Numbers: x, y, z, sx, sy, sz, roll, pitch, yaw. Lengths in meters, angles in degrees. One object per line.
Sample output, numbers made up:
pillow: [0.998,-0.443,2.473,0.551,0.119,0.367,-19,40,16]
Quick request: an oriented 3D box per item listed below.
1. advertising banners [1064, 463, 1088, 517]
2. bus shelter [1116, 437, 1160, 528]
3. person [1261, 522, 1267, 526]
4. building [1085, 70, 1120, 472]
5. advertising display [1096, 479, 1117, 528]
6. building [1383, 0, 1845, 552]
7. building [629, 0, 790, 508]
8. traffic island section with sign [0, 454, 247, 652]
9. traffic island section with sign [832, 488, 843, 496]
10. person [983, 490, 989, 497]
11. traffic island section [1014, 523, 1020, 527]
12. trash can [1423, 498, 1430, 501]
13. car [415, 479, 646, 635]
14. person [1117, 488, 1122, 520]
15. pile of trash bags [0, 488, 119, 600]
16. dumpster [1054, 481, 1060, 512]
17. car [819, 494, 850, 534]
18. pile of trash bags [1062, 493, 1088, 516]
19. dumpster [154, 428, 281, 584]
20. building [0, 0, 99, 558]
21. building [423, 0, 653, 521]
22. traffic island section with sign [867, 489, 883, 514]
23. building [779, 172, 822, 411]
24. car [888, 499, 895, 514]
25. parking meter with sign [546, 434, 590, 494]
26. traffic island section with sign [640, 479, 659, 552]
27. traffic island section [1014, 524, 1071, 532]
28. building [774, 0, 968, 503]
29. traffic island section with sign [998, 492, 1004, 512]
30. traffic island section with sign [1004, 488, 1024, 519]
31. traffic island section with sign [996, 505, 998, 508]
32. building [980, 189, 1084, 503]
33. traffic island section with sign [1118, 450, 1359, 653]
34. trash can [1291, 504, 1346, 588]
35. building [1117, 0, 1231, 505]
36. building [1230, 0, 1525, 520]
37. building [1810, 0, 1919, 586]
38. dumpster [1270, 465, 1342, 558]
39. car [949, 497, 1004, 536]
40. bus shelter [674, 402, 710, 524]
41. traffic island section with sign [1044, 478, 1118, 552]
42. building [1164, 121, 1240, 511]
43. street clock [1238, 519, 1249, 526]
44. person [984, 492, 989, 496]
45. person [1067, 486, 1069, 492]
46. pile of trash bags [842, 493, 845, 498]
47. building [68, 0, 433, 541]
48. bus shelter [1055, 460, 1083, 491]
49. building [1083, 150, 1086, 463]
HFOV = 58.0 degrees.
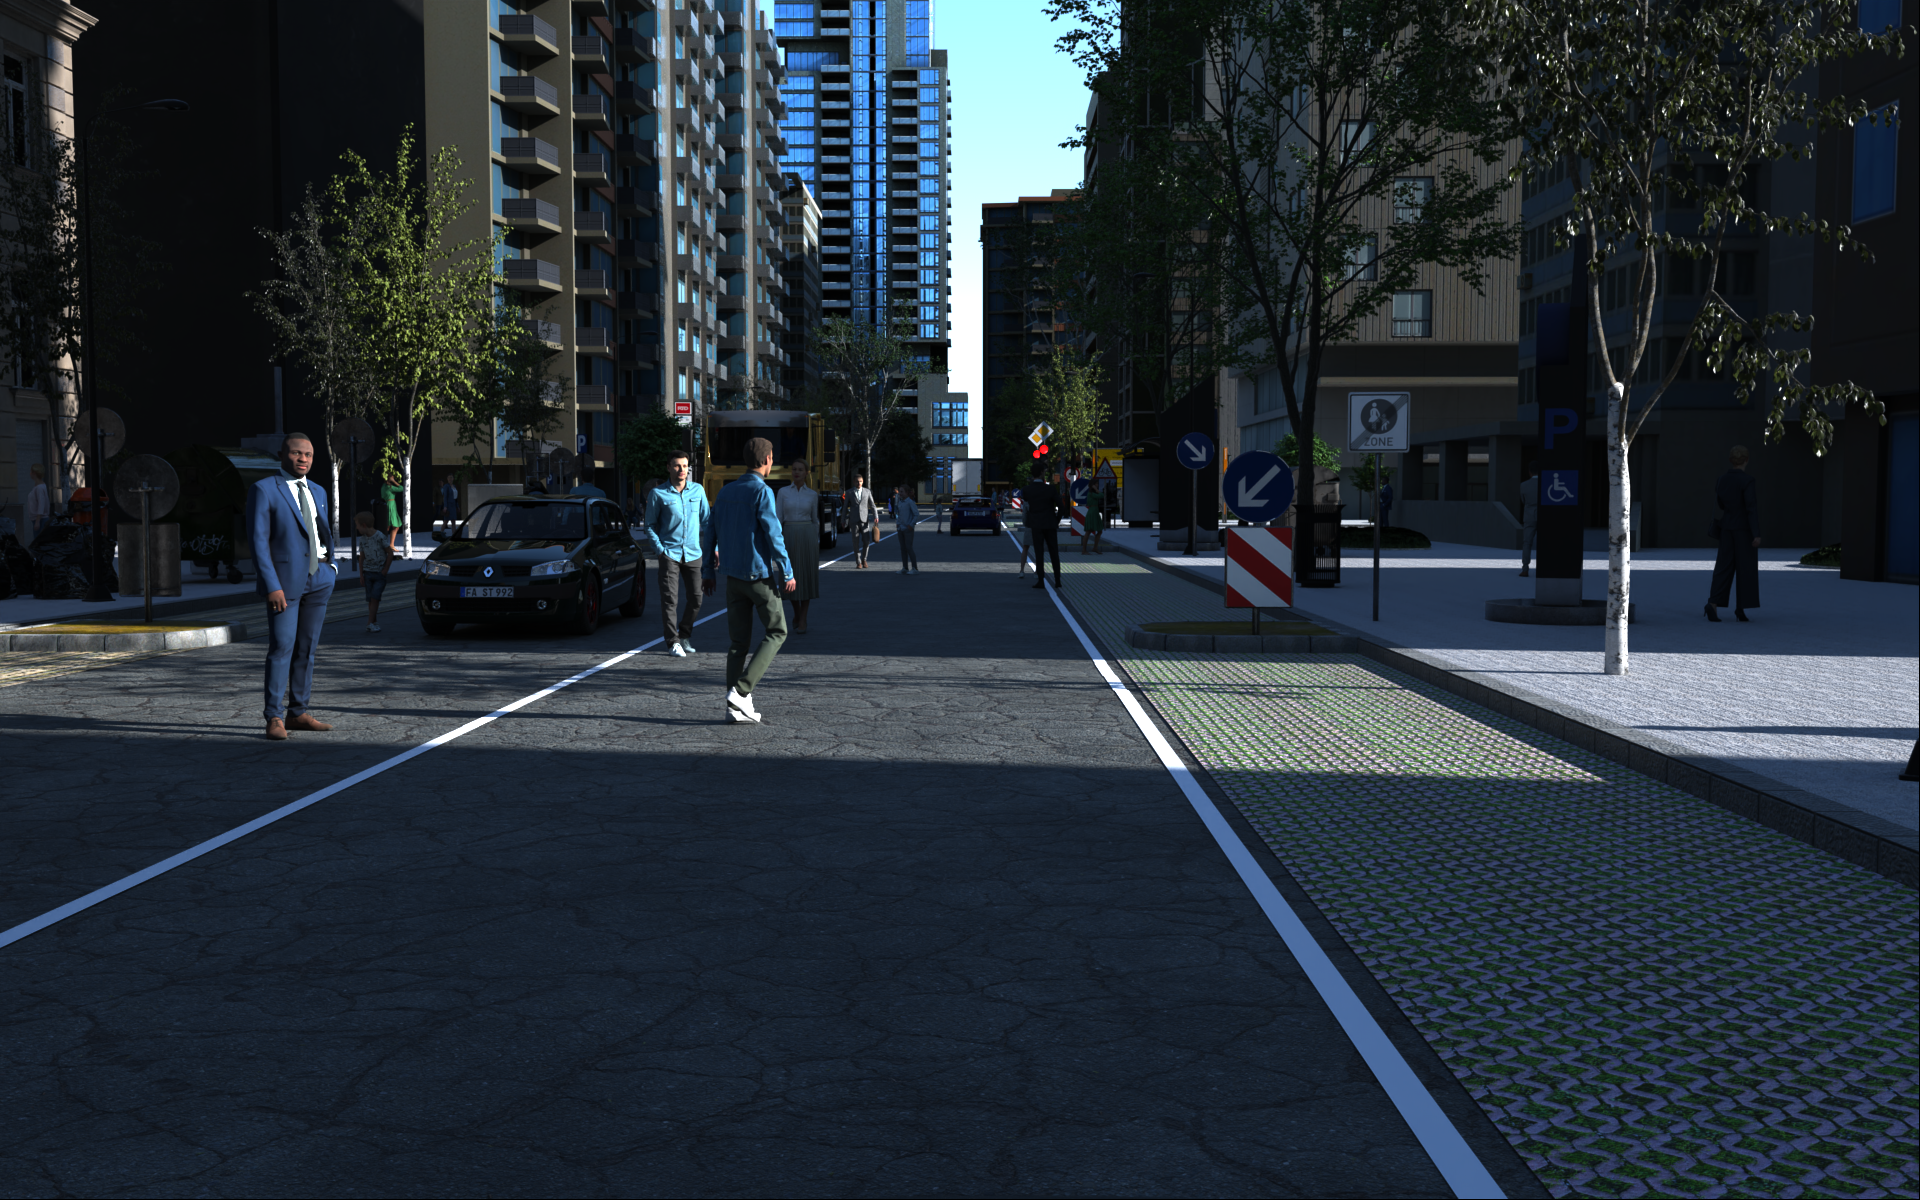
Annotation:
advertising banners: [6.534,-6.193,97.437,0.090,3.025,2.074,-3,4,-36]
bus shelter: [6.964,-4.272,63.767,2.014,3.302,5.546,0,4,1]
person: [6.484,-1.906,37.092,0.514,1.842,0.818,2,4,32]
building: [25.105,-34.702,191.073,21.300,48.544,21.600,0,4,1]
advertising display: [5.464,-3.632,64.601,0.974,1.923,0.123,-3,4,-38]
building: [28.937,-21.608,45.179,32.217,40.220,23.993,0,4,1]
building: [-28.232,-33.350,164.877,23.786,49.044,30.456,0,4,1]
traffic island section with sign: [-8.028,-0.486,16.577,1.989,1.847,2.006,0,4,1]
traffic island section with sign: [-6.981,-5.559,99.523,1.989,1.847,2.006,0,4,1]
person: [2.770,-10.948,187.466,1.348,1.831,0.705,-3,4,-38]
traffic island section: [3.318,-3.186,74.377,2.009,0.180,2.903,0,4,1]
trash can: [17.354,-3.279,65.262,0.748,1.137,0.748,0,3,0]
car: [-4.576,-0.554,18.849,2.009,1.686,4.222,0,4,1]
person: [8.205,-4.930,86.848,0.606,1.804,0.583,-1,4,-21]
pile of trash bags: [-11.766,-0.773,22.389,1.912,1.369,3.447,0,4,-8]
dumpster: [7.411,-7.613,126.964,1.502,2.255,1.985,0,4,1]
car: [-5.039,-3.326,64.161,2.009,1.686,4.222,0,4,1]
pile of trash bags: [6.572,-5.604,101.379,1.912,1.369,3.447,1,4,17]
dumpster: [-10.816,-1.400,25.382,1.502,2.255,1.985,0,4,1]
building: [-24.138,-13.850,23.716,12.463,27.353,25.104,0,4,1]
building: [-29.475,-26.966,95.515,22.147,44.769,28.867,0,4,1]
traffic island section with sign: [-6.625,-7.208,126.476,1.989,1.847,2.006,0,4,1]
building: [-28.691,-31.206,202.094,23.993,40.220,32.217,0,4,1]
car: [-4.246,-7.001,124.059,1.945,1.707,3.694,0,4,-1]
parking meter with sign: [-11.524,-3.272,49.759,0.543,3.016,1.738,3,5,44]
traffic island section with sign: [-7.686,-2.135,43.530,1.989,1.847,2.006,0,4,1]
traffic island section: [3.218,-2.698,66.392,2.009,0.180,2.903,0,4,1]
building: [-14.304,-57.332,250.043,31.000,86.520,22.319,0,4,1]
traffic island section with sign: [3.981,-7.203,126.400,1.989,1.847,2.006,0,4,1]
traffic island section with sign: [3.645,-5.537,99.163,1.989,1.847,2.006,0,4,1]
traffic island section with sign: [4.617,-10.310,177.191,1.989,1.847,2.006,0,4,1]
building: [15.723,-36.483,251.113,28.867,44.769,22.147,0,4,1]
traffic island section with sign: [2.599,-0.477,16.434,1.989,1.847,2.006,0,4,1]
trash can: [4.936,-0.747,23.862,0.748,1.137,0.748,0,3,0]
building: [24.427,-44.714,169.323,20.563,71.187,20.611,0,4,1]
building: [29.853,-30.990,95.931,27.495,52.752,28.713,0,4,1]
building: [19.797,-22.506,18.090,14.600,45.320,14.200,0,4,1]
dumpster: [7.002,-1.803,35.236,1.264,1.857,1.865,0,4,1]
car: [0.568,-2.948,60.779,1.945,1.354,3.894,0,4,2]
bus shelter: [-11.284,-6.136,77.958,2.179,5.291,8.768,0,4,1]
traffic island section with sign: [2.930,-2.126,43.387,1.989,1.847,2.006,0,4,1]
building: [23.029,-22.359,137.272,14.160,30.474,14.107,0,4,1]
street clock: [5.895,-1.924,36.027,0.358,2.002,0.471,2,4,34]
person: [3.124,-12.731,216.613,1.348,1.831,0.705,1,4,19]
person: [7.082,-6.636,114.788,0.529,1.795,0.600,0,4,-8]
pile of trash bags: [-9.707,-7.252,128.317,1.912,1.369,3.447,2,4,34]
building: [-25.989,-13.626,52.455,15.834,23.373,12.332,0,4,1]
bus shelter: [7.661,-7.943,121.147,1.731,3.624,6.357,0,4,1]
building: [22.206,-34.187,209.076,14.600,45.320,14.200,0,4,1]
